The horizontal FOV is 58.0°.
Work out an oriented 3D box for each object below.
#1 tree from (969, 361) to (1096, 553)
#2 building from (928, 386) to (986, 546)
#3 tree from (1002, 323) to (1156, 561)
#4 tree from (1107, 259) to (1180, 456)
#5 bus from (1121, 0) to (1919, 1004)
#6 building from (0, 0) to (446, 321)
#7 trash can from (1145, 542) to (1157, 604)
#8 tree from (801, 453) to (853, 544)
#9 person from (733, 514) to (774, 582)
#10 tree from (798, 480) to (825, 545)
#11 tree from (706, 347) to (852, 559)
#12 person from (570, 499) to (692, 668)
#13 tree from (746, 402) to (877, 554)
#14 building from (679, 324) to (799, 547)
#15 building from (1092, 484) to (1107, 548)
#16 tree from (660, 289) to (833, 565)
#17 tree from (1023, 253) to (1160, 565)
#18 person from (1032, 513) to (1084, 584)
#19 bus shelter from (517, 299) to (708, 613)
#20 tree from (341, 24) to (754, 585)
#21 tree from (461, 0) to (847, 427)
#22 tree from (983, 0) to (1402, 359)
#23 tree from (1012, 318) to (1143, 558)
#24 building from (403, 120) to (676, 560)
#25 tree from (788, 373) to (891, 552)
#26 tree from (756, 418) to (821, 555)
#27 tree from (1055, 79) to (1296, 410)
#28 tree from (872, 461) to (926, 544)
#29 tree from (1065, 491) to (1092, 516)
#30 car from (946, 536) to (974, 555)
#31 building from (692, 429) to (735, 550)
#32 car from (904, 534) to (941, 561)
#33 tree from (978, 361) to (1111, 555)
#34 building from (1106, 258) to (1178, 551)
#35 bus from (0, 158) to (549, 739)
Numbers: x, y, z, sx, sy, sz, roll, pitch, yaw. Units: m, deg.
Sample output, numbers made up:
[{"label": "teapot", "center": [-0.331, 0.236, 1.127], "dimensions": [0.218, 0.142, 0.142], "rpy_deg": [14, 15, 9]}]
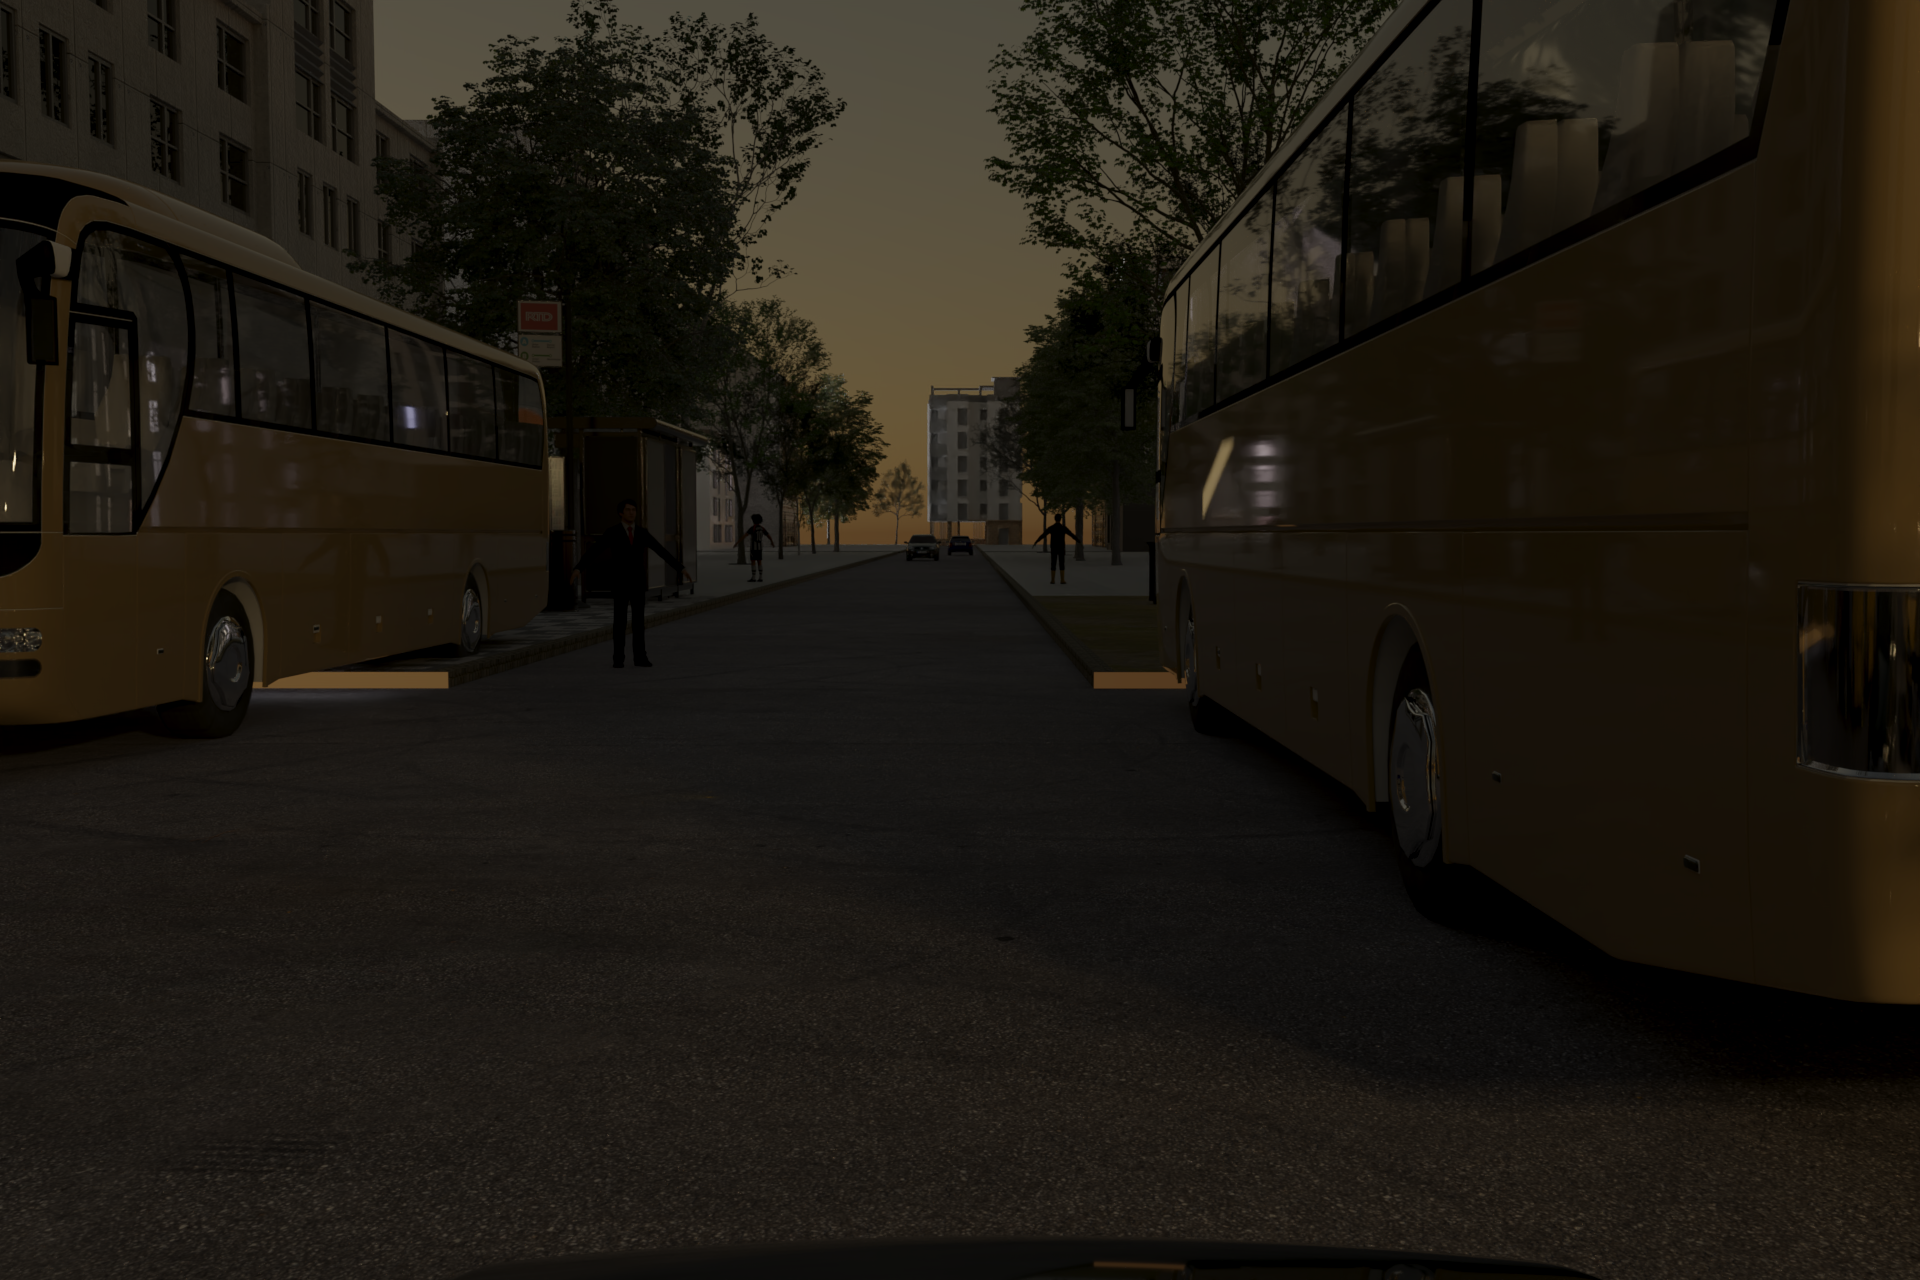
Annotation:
[{"label": "tree", "center": [5.712, -12.697, 117.968], "dimensions": [12.009, 13.543, 11.850], "rpy_deg": [0, 3, 0]}, {"label": "building", "center": [-3.573, -21.609, 212.184], "dimensions": [11.380, 20.090, 16.016], "rpy_deg": [0, 4, -5]}, {"label": "tree", "center": [5.839, -10.019, 81.941], "dimensions": [7.486, 12.596, 7.792], "rpy_deg": [0, 3, 0]}, {"label": "tree", "center": [5.909, -5.755, 44.449], "dimensions": [4.737, 8.622, 4.395], "rpy_deg": [0, 3, 0]}, {"label": "bus", "center": [2.876, -1.081, 9.228], "dimensions": [2.896, 3.916, 12.252], "rpy_deg": [0, 4, 0]}, {"label": "building", "center": [-27.009, -11.053, 47.172], "dimensions": [16.747, 18.905, 31.486], "rpy_deg": [0, 4, 0]}, {"label": "trash can", "center": [3.759, -1.224, 31.671], "dimensions": [0.748, 1.137, 0.748], "rpy_deg": [0, 3, 0]}, {"label": "tree", "center": [-15.790, -18.056, 213.348], "dimensions": [7.486, 12.596, 7.792], "rpy_deg": [0, 3, 0]}, {"label": "person", "center": [-5.465, -2.458, 46.324], "dimensions": [1.345, 1.843, 0.704], "rpy_deg": [-3, 5, -44]}, {"label": "tree", "center": [-17.501, -15.688, 206.863], "dimensions": [4.360, 8.622, 3.978], "rpy_deg": [0, 3, 0]}, {"label": "tree", "center": [-9.237, -9.332, 86.996], "dimensions": [8.767, 10.594, 7.601], "rpy_deg": [2, 4, 27]}, {"label": "person", "center": [-3.562, -0.614, 18.682], "dimensions": [1.347, 1.806, 0.705], "rpy_deg": [-2, 4, -28]}, {"label": "tree", "center": [-9.577, -10.887, 112.410], "dimensions": [8.767, 10.594, 7.601], "rpy_deg": [-1, 4, -21]}, {"label": "building", "center": [-26.704, -21.203, 177.600], "dimensions": [19.493, 23.208, 18.063], "rpy_deg": [0, 4, 0]}, {"label": "building", "center": [22.950, -20.762, 170.394], "dimensions": [19.493, 23.208, 18.063], "rpy_deg": [0, 4, 0]}, {"label": "tree", "center": [-9.119, -8.981, 72.598], "dimensions": [9.928, 11.665, 9.643], "rpy_deg": [0, 3, 0]}, {"label": "tree", "center": [6.255, -9.297, 70.137], "dimensions": [7.486, 12.596, 7.792], "rpy_deg": [0, 3, 0]}, {"label": "person", "center": [2.516, -2.346, 44.499], "dimensions": [1.346, 1.812, 0.704], "rpy_deg": [1, 4, 9]}, {"label": "bus shelter", "center": [-6.473, -3.351, 32.416], "dimensions": [2.179, 5.291, 8.768], "rpy_deg": [0, 4, 0]}, {"label": "tree", "center": [-9.883, -8.338, 42.975], "dimensions": [9.857, 13.997, 8.962], "rpy_deg": [0, 3, 0]}, {"label": "tree", "center": [-10.698, -12.540, 60.912], "dimensions": [12.611, 20.169, 13.585], "rpy_deg": [0, 3, 0]}, {"label": "tree", "center": [4.002, -6.149, 26.294], "dimensions": [9.928, 11.665, 9.643], "rpy_deg": [0, 3, 0]}, {"label": "tree", "center": [6.433, -10.602, 91.473], "dimensions": [7.486, 12.596, 7.792], "rpy_deg": [0, 3, 0]}, {"label": "building", "center": [-25.642, -13.673, 90.011], "dimensions": [16.747, 18.905, 31.486], "rpy_deg": [0, 3, 0]}, {"label": "tree", "center": [-8.772, -12.509, 122.646], "dimensions": [7.486, 12.596, 7.792], "rpy_deg": [0, 3, 0]}, {"label": "tree", "center": [-9.464, -9.384, 103.783], "dimensions": [4.360, 8.622, 3.978], "rpy_deg": [0, 3, 0]}, {"label": "tree", "center": [5.925, -6.252, 36.630], "dimensions": [8.767, 10.594, 7.601], "rpy_deg": [1, 4, 16]}, {"label": "tree", "center": [-7.571, -17.101, 214.008], "dimensions": [7.601, 10.594, 8.767], "rpy_deg": [0, 4, 8]}, {"label": "tree", "center": [16.916, -18.436, 211.803], "dimensions": [12.009, 13.543, 11.850], "rpy_deg": [0, 3, 0]}, {"label": "car", "center": [0.014, -6.406, 117.313], "dimensions": [1.945, 1.354, 3.894], "rpy_deg": [0, 4, -1]}, {"label": "building", "center": [-24.300, -12.896, 152.998], "dimensions": [9.099, 9.664, 28.070], "rpy_deg": [0, 4, 1]}, {"label": "car", "center": [-1.997, -5.116, 93.430], "dimensions": [2.009, 1.686, 4.222], "rpy_deg": [0, 4, 1]}, {"label": "tree", "center": [6.354, -11.848, 104.085], "dimensions": [12.009, 13.543, 11.850], "rpy_deg": [0, 3, 0]}, {"label": "building", "center": [25.949, -18.350, 144.000], "dimensions": [27.936, 21.610, 32.646], "rpy_deg": [0, 3, 0]}, {"label": "bus", "center": [-6.327, -1.455, 15.338], "dimensions": [2.896, 3.916, 12.252], "rpy_deg": [0, 3, 0]}]
